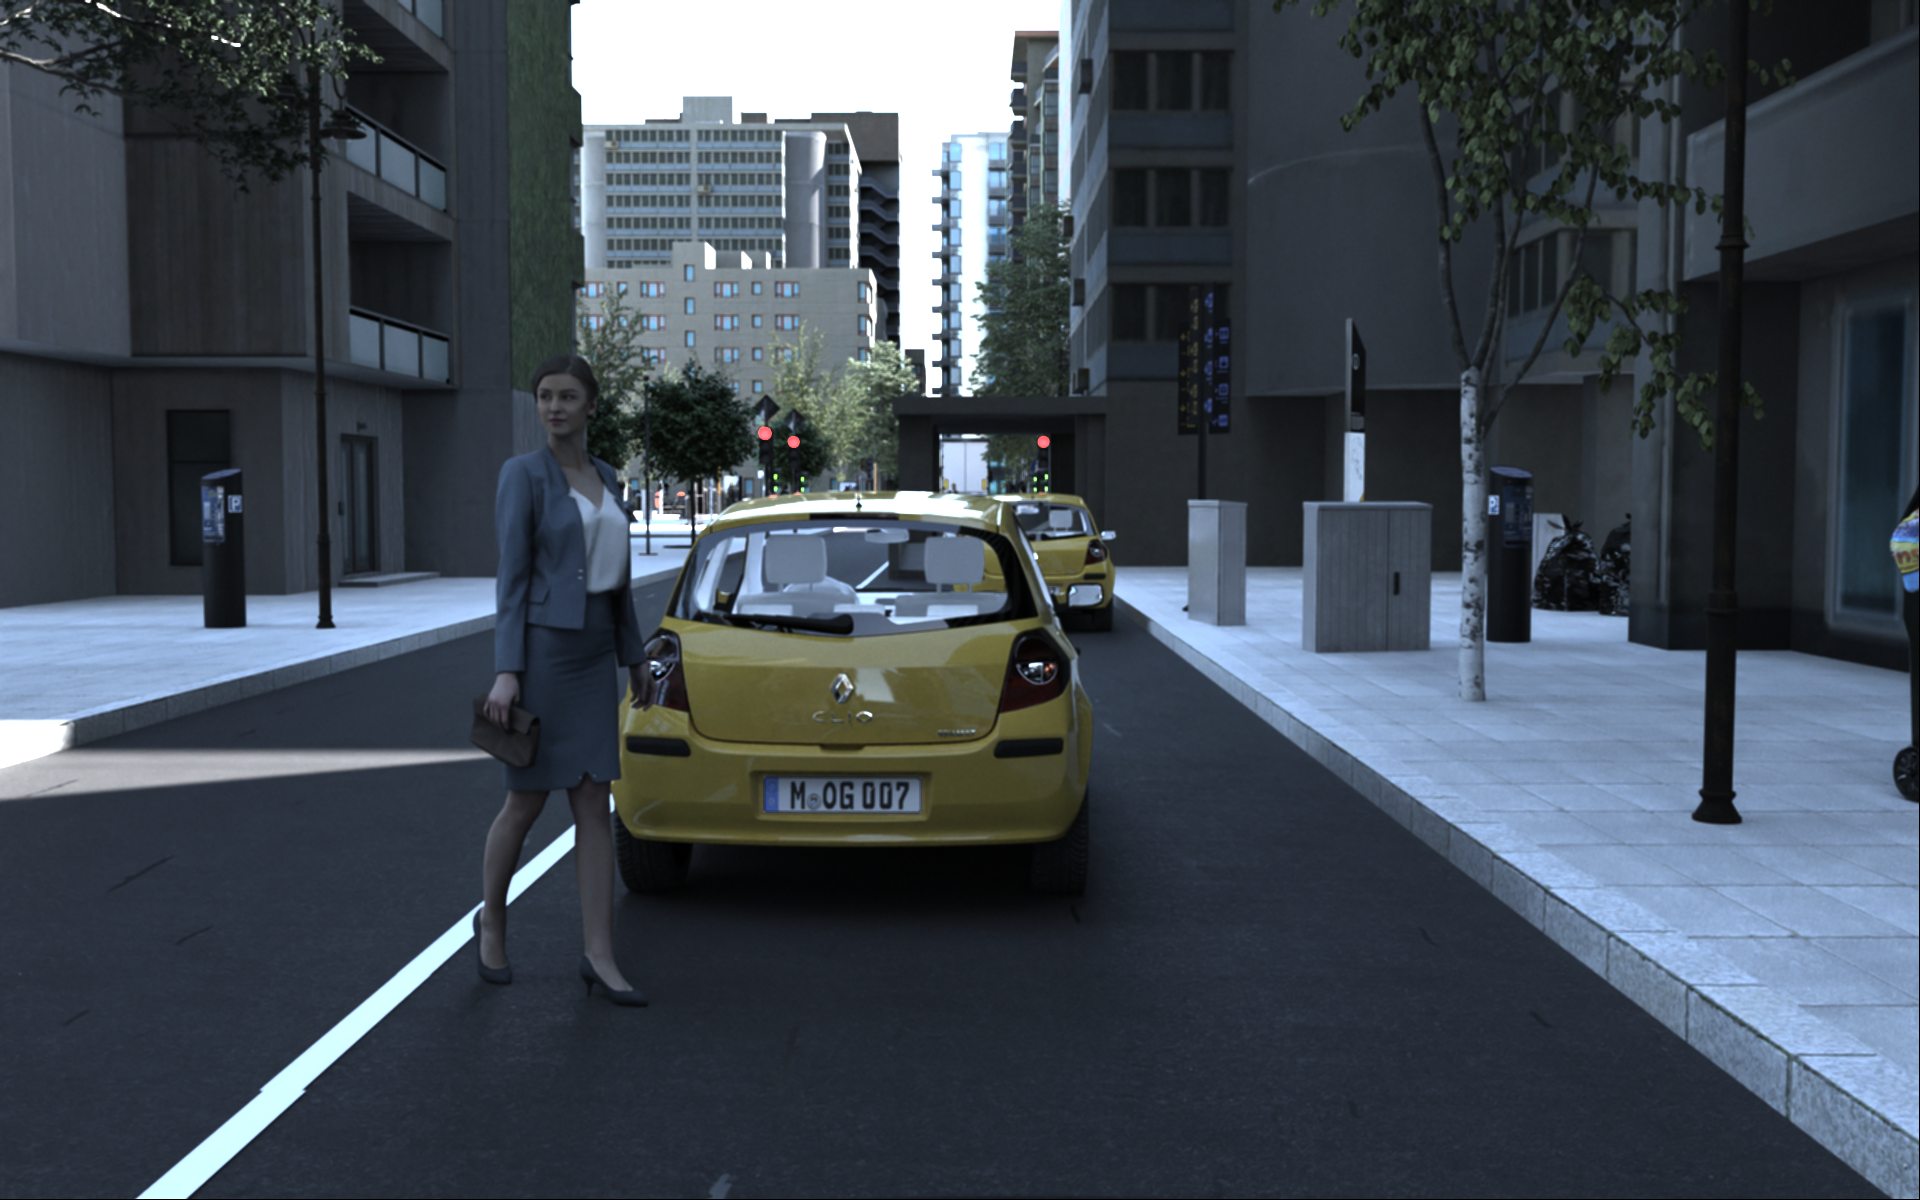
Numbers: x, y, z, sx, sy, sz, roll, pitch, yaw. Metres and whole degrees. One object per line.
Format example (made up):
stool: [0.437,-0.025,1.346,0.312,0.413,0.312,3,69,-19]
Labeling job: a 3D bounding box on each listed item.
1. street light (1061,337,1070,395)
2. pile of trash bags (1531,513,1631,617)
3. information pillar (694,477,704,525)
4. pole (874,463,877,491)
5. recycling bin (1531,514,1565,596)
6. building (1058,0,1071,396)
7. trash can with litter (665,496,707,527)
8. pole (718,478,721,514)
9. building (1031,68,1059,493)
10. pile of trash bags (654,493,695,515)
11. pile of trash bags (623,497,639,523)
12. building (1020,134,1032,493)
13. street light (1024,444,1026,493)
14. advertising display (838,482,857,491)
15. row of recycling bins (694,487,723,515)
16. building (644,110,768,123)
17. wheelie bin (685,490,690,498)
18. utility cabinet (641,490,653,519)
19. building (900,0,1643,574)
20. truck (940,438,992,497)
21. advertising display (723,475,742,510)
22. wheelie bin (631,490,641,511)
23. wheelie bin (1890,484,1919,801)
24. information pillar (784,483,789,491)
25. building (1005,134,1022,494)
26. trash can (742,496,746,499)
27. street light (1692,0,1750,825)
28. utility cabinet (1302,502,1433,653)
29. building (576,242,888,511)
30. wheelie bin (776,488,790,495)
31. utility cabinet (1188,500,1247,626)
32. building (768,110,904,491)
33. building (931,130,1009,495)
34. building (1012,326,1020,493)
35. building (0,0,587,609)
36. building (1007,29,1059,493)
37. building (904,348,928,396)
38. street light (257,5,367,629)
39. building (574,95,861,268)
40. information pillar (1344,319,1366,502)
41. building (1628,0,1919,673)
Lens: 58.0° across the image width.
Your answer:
street light: [3.096,-4.627,48.431,0.468,5.910,1.993,0,4,0]
pile of trash bags: [8.214,-0.571,19.088,3.447,1.369,1.912,-1,4,-9]
information pillar: [-10.675,-4.074,71.102,0.304,2.012,0.304,-1,4,-12]
pole: [-5.528,-7.323,113.566,0.158,3.312,0.155,0,3,0]
recycling bin: [7.269,-0.590,22.199,0.722,1.027,0.722,0,4,-1]
building: [12.699,-27.224,95.220,14.600,45.320,14.200,0,4,0]
trash can with litter: [-10.954,-3.556,69.200,1.678,1.210,2.233,-1,4,-9]
pole: [-14.181,-6.619,102.068,0.158,3.312,0.155,0,3,0]
building: [12.544,-21.377,121.208,14.160,30.474,14.107,0,4,0]
pile of trash bags: [-17.796,-5.890,106.051,1.912,1.369,3.447,1,4,16]
pile of trash bags: [-16.032,-4.174,77.992,3.447,1.369,1.912,3,5,44]
building: [12.458,-22.654,142.088,14.160,30.474,14.107,0,4,0]
street light: [3.341,-7.140,89.522,0.468,5.910,1.993,0,4,0]
advertising display: [-5.887,-5.239,90.869,0.974,1.923,0.123,-1,4,-16]
row of recycling bins: [-15.170,-6.126,107.269,1.069,1.692,3.534,2,4,27]
building: [-28.265,-33.587,199.251,14.200,45.320,14.600,0,4,0]
wheelie bin: [-20.104,-7.456,129.809,0.693,1.594,0.980,2,4,27]
utility cabinet: [-15.635,-4.768,86.632,0.318,1.500,1.173,0,4,4]
building: [14.930,-20.978,34.874,32.217,40.220,23.993,0,4,0]
truck: [0.322,-6.280,91.588,2.839,4.237,11.283,0,4,1]
advertising display: [-7.723,-3.279,58.833,0.123,1.923,0.974,-3,5,-42]
wheelie bin: [-24.333,-7.481,130.225,0.980,1.594,0.693,1,4,20]
wheelie bin: [4.333,0.052,7.053,0.980,1.594,0.693,-1,4,-9]
information pillar: [-8.631,-4.954,85.484,0.304,2.012,0.304,-1,4,-15]
building: [12.230,-31.561,199.610,14.154,41.232,14.086,0,4,0]
trash can: [-15.881,-6.971,125.635,0.748,1.137,0.748,0,3,0]
street light: [2.976,-2.070,6.631,0.468,5.910,1.993,0,4,0]
utility cabinet: [3.338,-0.185,14.189,1.020,1.237,0.306,-1,4,-14]
building: [-20.626,-18.484,147.245,27.650,21.520,28.899,0,4,0]
wheelie bin: [-8.159,-4.386,79.622,0.693,1.594,0.980,-1,4,-19]
utility cabinet: [2.567,-0.375,17.295,0.306,1.237,1.020,-1,4,-9]
building: [-13.766,-33.582,199.169,14.200,45.320,14.600,0,4,0]
building: [11.475,-37.192,227.694,30.456,49.044,23.786,0,4,0]
building: [12.536,-25.300,185.351,14.160,30.474,14.107,0,4,0]
building: [-13.855,-20.800,23.680,14.154,41.232,14.086,0,4,0]
building: [15.687,-31.121,163.454,22.147,44.769,28.867,0,4,0]
building: [-19.012,-23.555,230.169,28.899,21.520,27.650,0,4,0]
street light: [-6.076,-2.668,16.411,0.468,5.910,1.993,0,4,0]
building: [-22.891,-29.431,173.080,32.217,40.220,23.993,0,4,0]
information pillar: [5.327,-1.961,23.414,0.183,3.616,0.504,3,4,36]
building: [16.414,-23.202,3.054,21.300,48.544,21.600,0,4,0]
